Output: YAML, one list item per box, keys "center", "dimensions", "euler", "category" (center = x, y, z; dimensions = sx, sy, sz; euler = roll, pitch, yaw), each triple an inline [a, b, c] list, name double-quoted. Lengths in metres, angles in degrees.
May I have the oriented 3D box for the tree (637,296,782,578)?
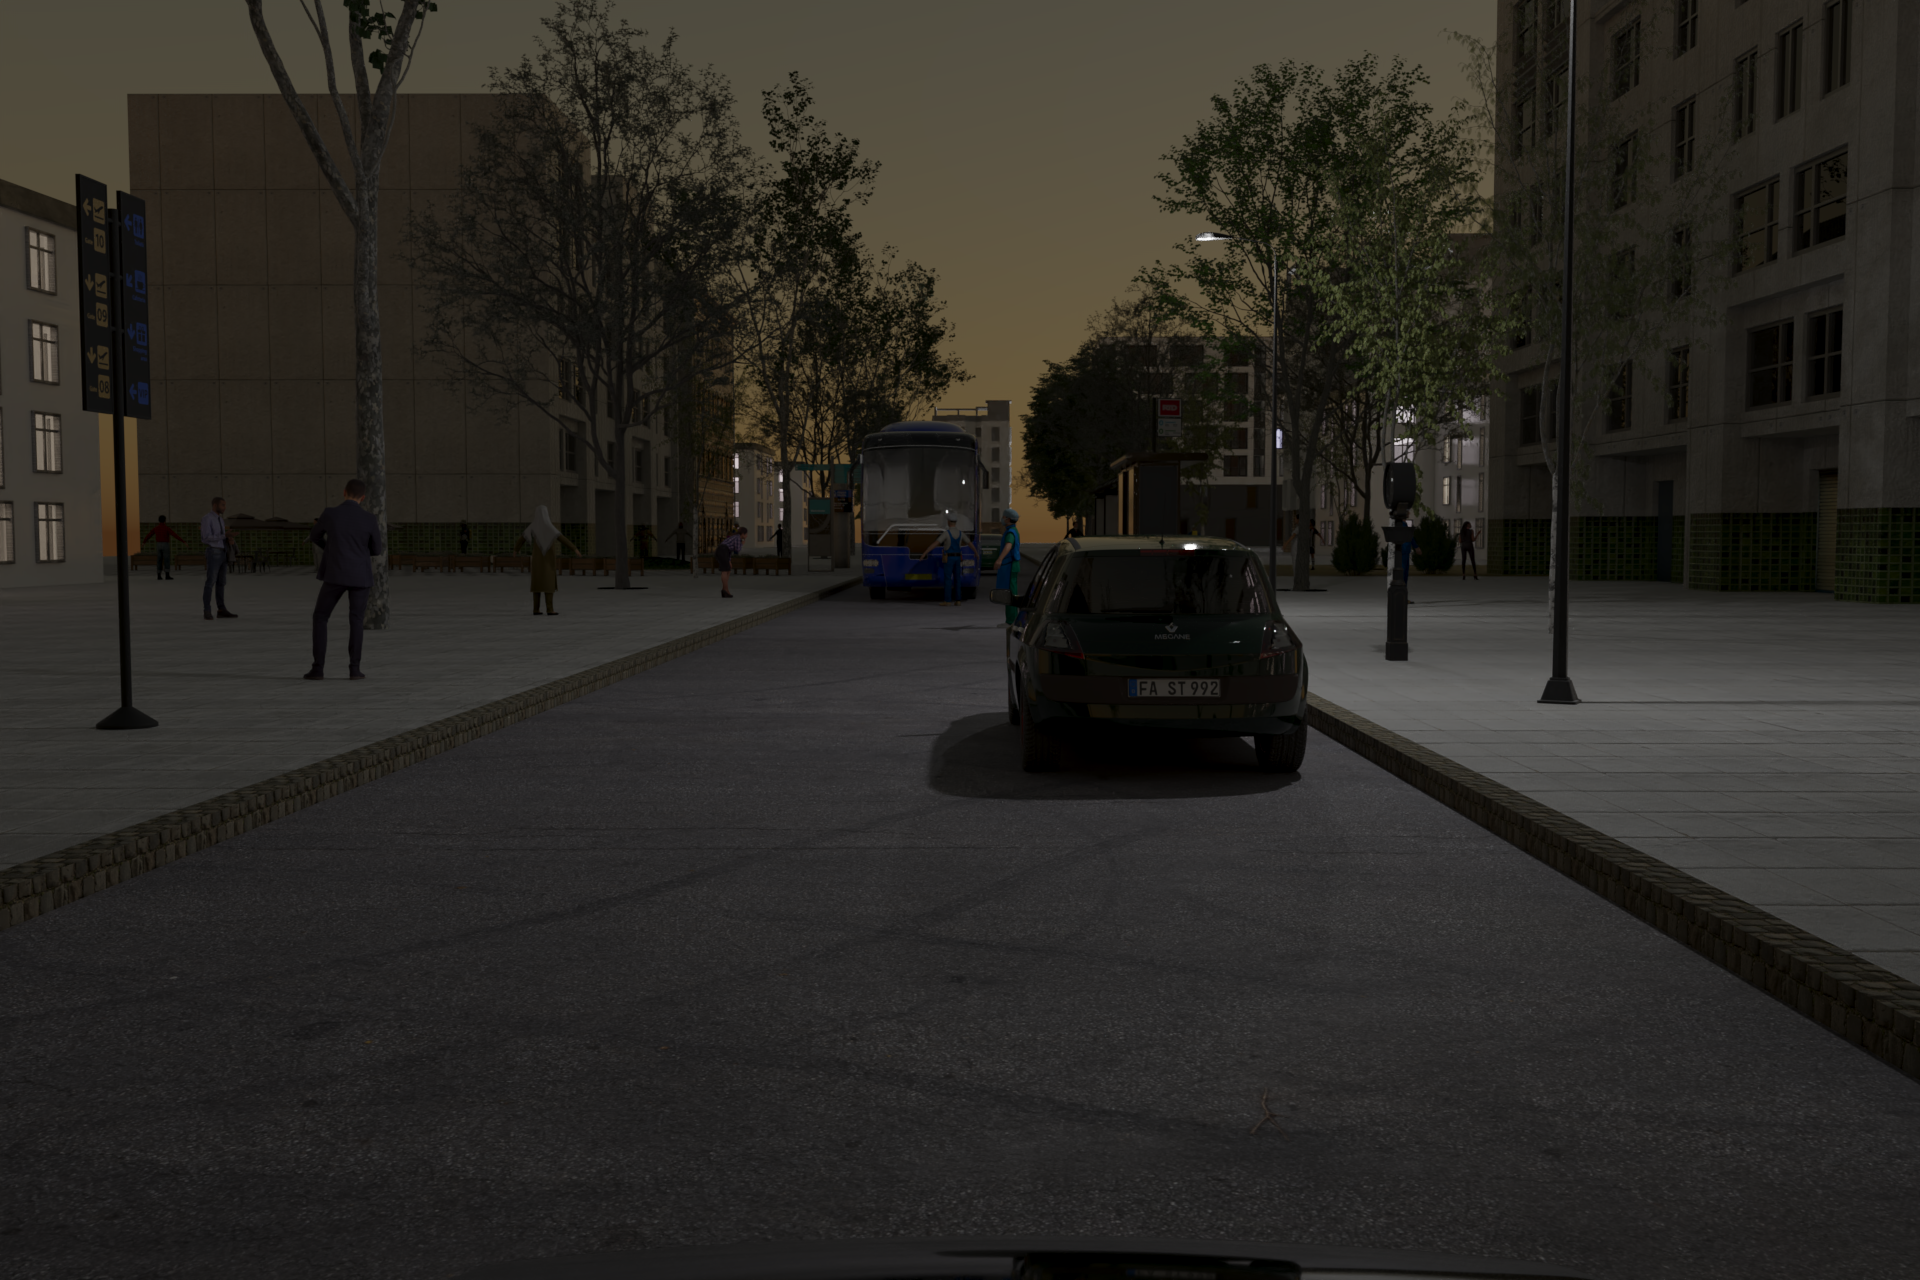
- center: [-7.868, -6.086, 49.871]
  dimensions: [4.360, 8.622, 3.978]
  euler: [0, 3, 0]
  category: "tree"

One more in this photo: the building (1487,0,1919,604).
- center: [25.228, -10.580, 39.439]
  dimensions: [16.747, 18.905, 31.486]
  euler: [0, 4, 0]
  category: "building"

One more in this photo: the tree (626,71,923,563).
- center: [-8.058, -13.315, 73.586]
  dimensions: [12.611, 20.169, 13.585]
  euler: [0, 3, 0]
  category: "tree"

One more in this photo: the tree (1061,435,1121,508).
- center: [8.073, -9.271, 101.950]
  dimensions: [4.737, 8.622, 4.395]
  euler: [0, 3, 0]
  category: "tree"

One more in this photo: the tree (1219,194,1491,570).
- center: [14.501, -9.262, 61.803]
  dimensions: [12.009, 13.543, 11.850]
  euler: [0, 3, 0]
  category: "tree"

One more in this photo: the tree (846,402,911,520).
- center: [-6.426, -13.928, 145.846]
  dimensions: [7.486, 12.596, 7.792]
  euler: [0, 3, 0]
  category: "tree"

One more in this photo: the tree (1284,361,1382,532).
- center: [15.865, -7.375, 70.941]
  dimensions: [4.360, 8.622, 3.978]
  euler: [0, 3, 0]
  category: "tree"

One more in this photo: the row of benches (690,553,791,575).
- center: [-7.063, -2.426, 55.121]
  dimensions: [4.104, 0.672, 1.422]
  euler: [3, 4, 39]
  category: "row of benches"

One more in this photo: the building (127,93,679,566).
- center: [-24.932, -13.405, 85.630]
  dimensions: [16.747, 18.905, 31.486]
  euler: [0, 4, 0]
  category: "building"

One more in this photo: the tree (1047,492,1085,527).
- center: [8.903, -11.401, 136.762]
  dimensions: [4.737, 8.622, 4.395]
  euler: [0, 3, 0]
  category: "tree"

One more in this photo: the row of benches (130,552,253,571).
- center: [-27.264, -2.805, 61.324]
  dimensions: [4.104, 0.672, 1.422]
  euler: [-1, 4, -12]
  category: "row of benches"

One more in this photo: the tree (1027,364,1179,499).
- center: [8.118, -9.791, 94.493]
  dimensions: [8.767, 10.594, 7.601]
  euler: [0, 4, -7]
  category: "tree"

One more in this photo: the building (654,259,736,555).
- center: [-25.437, -17.356, 114.705]
  dimensions: [19.493, 23.208, 18.063]
  euler: [0, 4, 0]
  category: "building"

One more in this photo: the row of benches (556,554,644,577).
- center: [-11.516, -2.325, 53.477]
  dimensions: [4.104, 0.672, 1.422]
  euler: [2, 4, 32]
  category: "row of benches"

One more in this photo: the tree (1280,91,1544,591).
- center: [7.696, -4.849, 29.637]
  dimensions: [4.737, 8.622, 4.395]
  euler: [0, 3, 0]
  category: "tree"

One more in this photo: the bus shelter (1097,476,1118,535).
- center: [5.743, -3.875, 57.277]
  dimensions: [2.014, 3.302, 5.546]
  euler: [0, 3, 0]
  category: "bus shelter"

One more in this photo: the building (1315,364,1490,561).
- center: [26.320, -9.266, 93.641]
  dimensions: [9.099, 9.664, 28.070]
  euler: [0, 4, 1]
  category: "building"

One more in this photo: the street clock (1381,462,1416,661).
- center: [4.434, -0.793, 17.528]
  dimensions: [0.358, 2.002, 0.471]
  euler: [0, 4, 0]
  category: "street clock"

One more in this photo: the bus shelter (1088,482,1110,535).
- center: [5.886, -4.229, 63.068]
  dimensions: [2.014, 3.302, 5.546]
  euler: [0, 4, 0]
  category: "bus shelter"

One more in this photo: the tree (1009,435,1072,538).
- center: [9.634, -14.854, 153.229]
  dimensions: [12.009, 13.543, 11.850]
  euler: [0, 3, 0]
  category: "tree"

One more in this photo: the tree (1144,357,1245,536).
- center: [9.783, -7.391, 71.209]
  dimensions: [4.737, 8.622, 4.395]
  euler: [0, 3, 0]
  category: "tree"

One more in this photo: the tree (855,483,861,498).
- center: [-6.281, -11.425, 137.168]
  dimensions: [4.737, 8.622, 4.395]
  euler: [0, 3, 0]
  category: "tree"

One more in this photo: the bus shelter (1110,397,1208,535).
- center: [5.417, -4.347, 48.706]
  dimensions: [2.179, 5.291, 8.768]
  euler: [0, 4, 1]
  category: "bus shelter"

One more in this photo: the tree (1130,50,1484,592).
- center: [7.643, -6.887, 38.362]
  dimensions: [9.928, 11.665, 9.643]
  euler: [0, 3, 0]
  category: "tree"

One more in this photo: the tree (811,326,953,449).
- center: [-7.561, -18.496, 158.298]
  dimensions: [12.611, 20.169, 13.585]
  euler: [0, 3, 0]
  category: "tree"

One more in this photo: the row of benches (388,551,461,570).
- center: [-19.770, -2.864, 62.297]
  dimensions: [1.422, 0.672, 4.104]
  euler: [3, 5, 42]
  category: "row of benches"

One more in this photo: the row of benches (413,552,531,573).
- center: [-16.397, -2.594, 57.878]
  dimensions: [4.104, 0.672, 1.422]
  euler: [1, 4, 11]
  category: "row of benches"

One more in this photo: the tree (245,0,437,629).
- center: [-9.411, -10.211, 22.841]
  dimensions: [12.611, 20.169, 13.585]
  euler: [0, 3, 0]
  category: "tree"

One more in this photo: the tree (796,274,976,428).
- center: [-4.618, -16.445, 124.766]
  dimensions: [12.611, 20.169, 13.585]
  euler: [0, 3, 0]
  category: "tree"

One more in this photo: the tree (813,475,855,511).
- center: [-18.384, -19.038, 245.688]
  dimensions: [7.601, 10.594, 8.767]
  euler: [-1, 4, -9]
  category: "tree"

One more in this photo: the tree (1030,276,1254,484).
- center: [8.557, -10.443, 81.117]
  dimensions: [12.009, 13.543, 11.850]
  euler: [0, 3, 0]
  category: "tree"

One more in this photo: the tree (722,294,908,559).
- center: [-7.166, -10.937, 89.184]
  dimensions: [12.009, 13.543, 11.850]
  euler: [0, 3, 0]
  category: "tree"

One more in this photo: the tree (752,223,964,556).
- center: [-6.084, -15.182, 104.117]
  dimensions: [12.611, 20.169, 13.585]
  euler: [0, 3, 0]
  category: "tree"

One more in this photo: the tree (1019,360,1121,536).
- center: [8.790, -13.386, 125.513]
  dimensions: [9.857, 13.997, 8.962]
  euler: [0, 3, 0]
  category: "tree"

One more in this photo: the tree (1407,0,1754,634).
- center: [7.442, -4.391, 22.147]
  dimensions: [4.360, 8.622, 3.978]
  euler: [0, 3, 0]
  category: "tree"

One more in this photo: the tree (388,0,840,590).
- center: [-7.984, -7.916, 39.804]
  dimensions: [12.009, 13.543, 11.850]
  euler: [0, 3, 0]
  category: "tree"

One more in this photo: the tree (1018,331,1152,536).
- center: [8.161, -12.461, 110.396]
  dimensions: [9.857, 13.997, 8.962]
  euler: [0, 3, 0]
  category: "tree"
